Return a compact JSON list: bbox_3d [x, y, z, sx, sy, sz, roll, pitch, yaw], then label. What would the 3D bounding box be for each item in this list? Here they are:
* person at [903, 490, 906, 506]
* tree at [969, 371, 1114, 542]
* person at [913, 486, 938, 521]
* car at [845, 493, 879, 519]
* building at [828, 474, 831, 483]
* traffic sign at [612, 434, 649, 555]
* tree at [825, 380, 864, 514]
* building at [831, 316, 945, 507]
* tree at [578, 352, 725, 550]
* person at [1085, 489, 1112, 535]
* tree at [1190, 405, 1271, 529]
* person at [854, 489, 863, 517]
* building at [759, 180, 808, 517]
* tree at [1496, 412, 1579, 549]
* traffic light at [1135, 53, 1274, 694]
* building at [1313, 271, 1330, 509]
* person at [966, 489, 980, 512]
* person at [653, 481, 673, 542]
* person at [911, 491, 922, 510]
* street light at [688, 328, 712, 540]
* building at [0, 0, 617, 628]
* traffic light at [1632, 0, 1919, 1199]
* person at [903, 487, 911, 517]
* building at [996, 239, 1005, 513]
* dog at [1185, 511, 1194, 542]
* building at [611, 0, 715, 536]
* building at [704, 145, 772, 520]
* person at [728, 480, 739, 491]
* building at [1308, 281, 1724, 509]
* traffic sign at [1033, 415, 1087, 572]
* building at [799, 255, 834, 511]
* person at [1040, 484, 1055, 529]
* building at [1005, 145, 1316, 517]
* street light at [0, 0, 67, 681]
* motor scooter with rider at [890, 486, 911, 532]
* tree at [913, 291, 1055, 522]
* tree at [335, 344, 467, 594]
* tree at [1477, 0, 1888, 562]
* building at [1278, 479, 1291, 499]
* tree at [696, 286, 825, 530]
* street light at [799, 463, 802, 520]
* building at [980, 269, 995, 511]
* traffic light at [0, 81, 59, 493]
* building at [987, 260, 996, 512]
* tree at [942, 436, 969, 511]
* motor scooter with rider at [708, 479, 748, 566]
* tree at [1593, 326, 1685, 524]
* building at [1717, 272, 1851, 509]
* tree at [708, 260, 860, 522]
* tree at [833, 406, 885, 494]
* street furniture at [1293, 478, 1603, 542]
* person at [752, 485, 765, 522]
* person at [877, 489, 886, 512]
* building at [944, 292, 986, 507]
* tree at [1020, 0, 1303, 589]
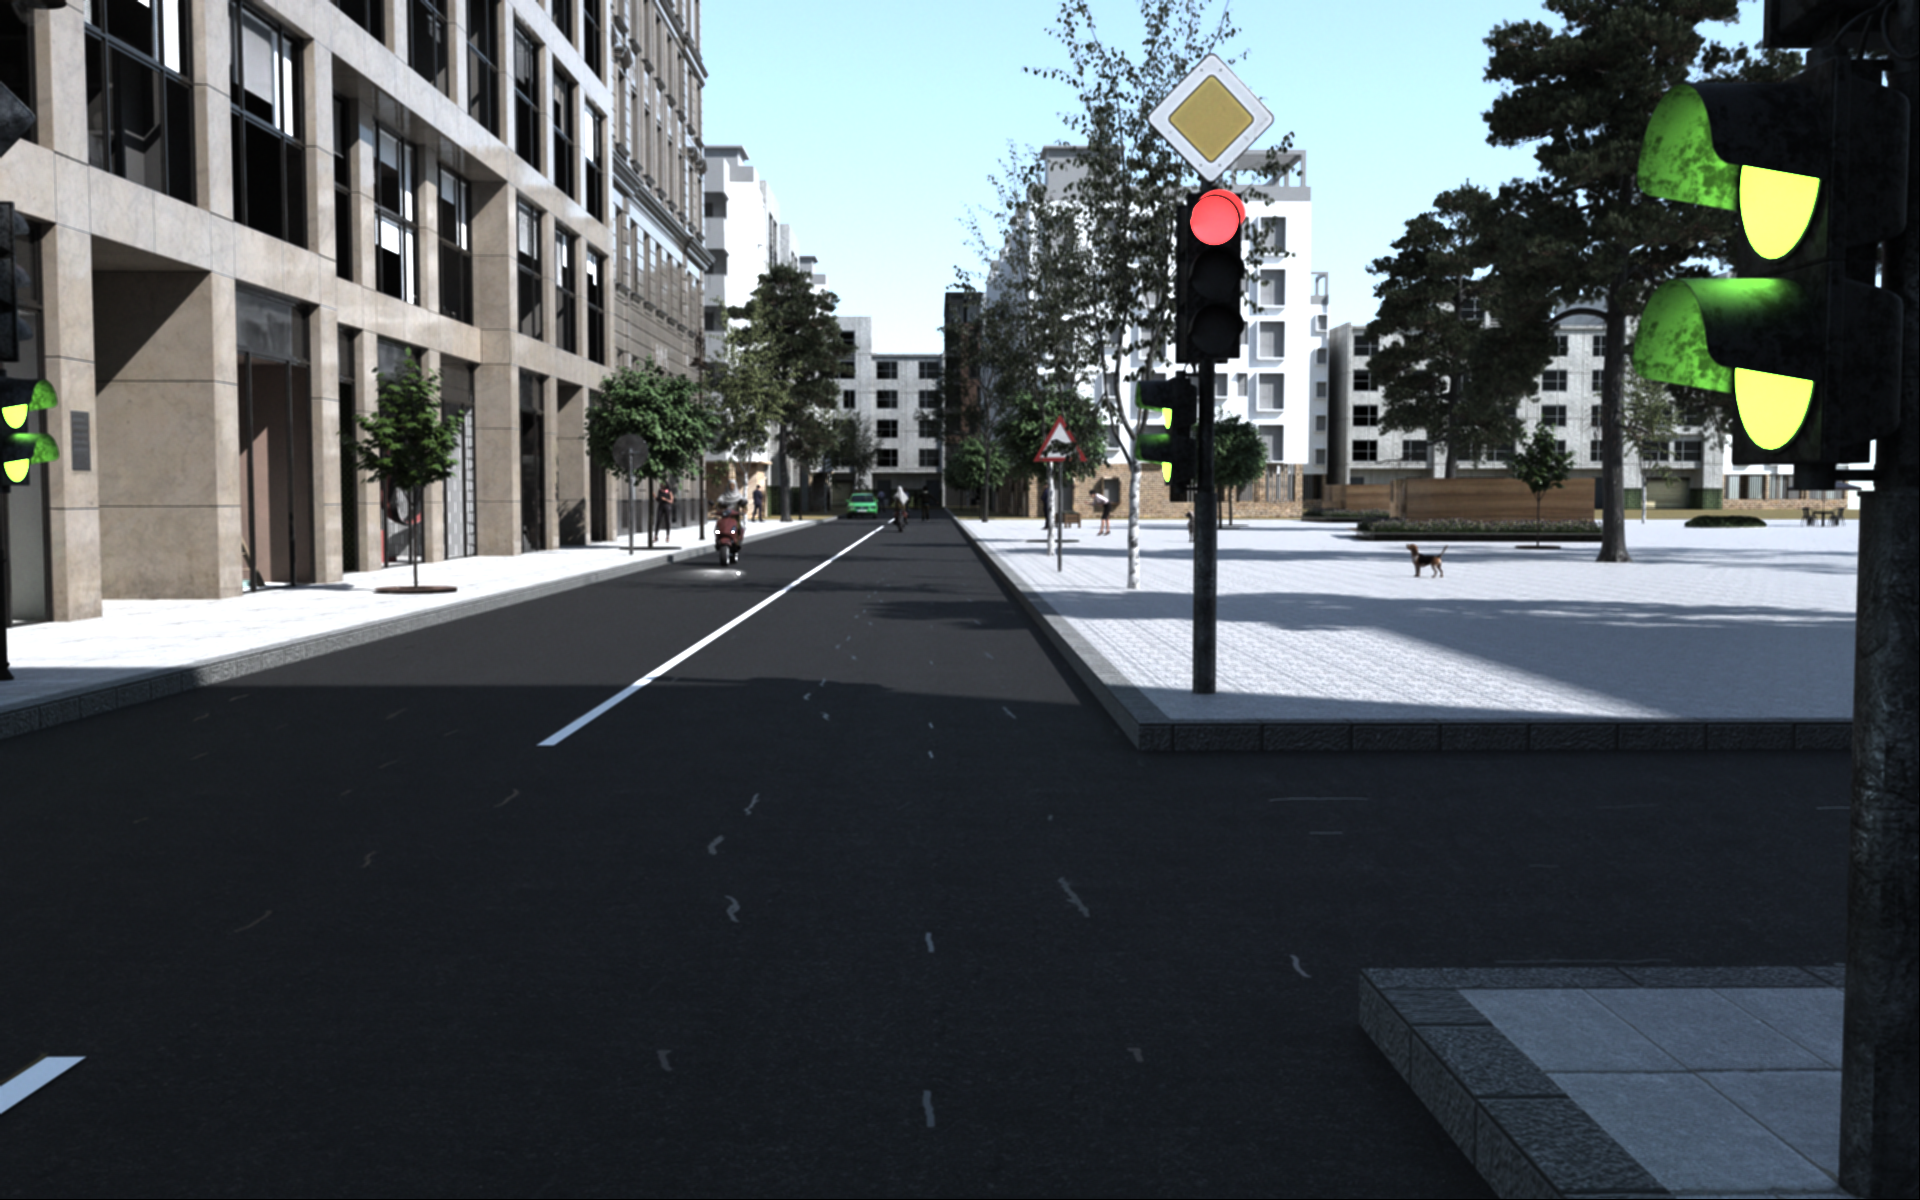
[{"bbox_3d":[-5.086,-8.979,155.834,0.617,1.759,0.750,1,4,20],"label":"person"},{"bbox_3d":[2.492,-3.852,46.690,4.285,4.588,4.351,0,3,0],"label":"tree"},{"bbox_3d":[-1.820,-5.079,91.172,1.348,1.869,0.705,0,4,2],"label":"person"},{"bbox_3d":[-5.668,-5.626,100.776,1.959,1.807,4.718,0,4,-2],"label":"car"},{"bbox_3d":[-25.747,-13.065,155.756,28.070,9.664,9.099,0,4,-1],"label":"building"},{"bbox_3d":[-6.945,-2.227,36.511,0.768,2.556,0.104,0,4,1],"label":"traffic sign"},{"bbox_3d":[-8.329,-9.771,110.114,4.737,8.622,4.395,0,3,0],"label":"tree"},{"bbox_3d":[-17.332,-19.192,180.240,31.486,18.905,16.747,0,4,-1],"label":"building"},{"bbox_3d":[-7.198,-3.458,40.257,4.285,4.588,4.351,0,3,0],"label":"tree"},{"bbox_3d":[4.336,-2.731,53.881,0.628,1.438,0.799,3,4,38],"label":"person"},{"bbox_3d":[9.623,-4.905,63.912,4.285,4.588,4.351,0,3,0],"label":"tree"},{"bbox_3d":[-6.317,-6.033,107.688,0.990,1.755,0.434,-1,4,-9],"label":"person"},{"bbox_3d":[-19.496,-15.098,113.314,16.747,18.905,31.486,0,4,-1],"label":"building"},{"bbox_3d":[13.733,-2.819,40.700,1.663,3.219,1.824,0,3,0],"label":"tree"},{"bbox_3d":[1.557,-1.335,11.066,0.839,4.213,0.868,0,4,-1],"label":"traffic light"},{"bbox_3d":[25.442,-18.174,153.572,11.380,20.091,16.016,0,4,-1],"label":"building"},{"bbox_3d":[1.002,-7.362,127.193,1.217,1.735,0.721,1,4,14],"label":"person"},{"bbox_3d":[-7.936,-2.358,46.073,0.593,1.643,0.415,-2,4,-27],"label":"person"},{"bbox_3d":[-3.912,-8.725,151.872,1.217,1.735,0.721,0,4,-4],"label":"person"},{"bbox_3d":[-7.244,-4.628,48.454,0.468,5.910,1.993,0,4,-1],"label":"street light"},{"bbox_3d":[-18.754,-13.773,29.701,19.350,26.468,34.151,0,4,-1],"label":"building"},{"bbox_3d":[1.684,-0.846,3.082,0.839,4.213,0.868,0,4,-1],"label":"traffic light"},{"bbox_3d":[-3.341,-5.966,105.911,0.709,1.838,0.599,-1,4,-14],"label":"person"},{"bbox_3d":[10.684,-15.603,111.526,16.016,20.091,11.380,0,4,-1],"label":"building"},{"bbox_3d":[6.256,-1.946,46.190,0.513,0.831,0.800,1,4,9],"label":"dog"},{"bbox_3d":[-16.141,-16.093,60.392,12.463,27.353,25.104,0,4,-1],"label":"building"},{"bbox_3d":[-18.283,-14.403,91.901,16.016,20.091,11.380,0,4,-1],"label":"building"},{"bbox_3d":[-7.487,-3.068,56.880,0.621,1.740,0.551,-2,4,-35],"label":"person"},{"bbox_3d":[47.693,-17.463,151.978,31.486,18.905,16.747,0,4,-1],"label":"building"},{"bbox_3d":[1.648,-1.747,28.561,0.884,2.594,0.081,0,4,4],"label":"traffic sign"},{"bbox_3d":[-17.946,-17.043,135.079,16.016,20.091,11.380,0,4,-1],"label":"building"},{"bbox_3d":[3.128,-3.441,63.014,0.504,1.737,0.576,2,4,24],"label":"person"},{"bbox_3d":[11.005,-14.889,99.859,16.016,20.091,11.380,0,4,-1],"label":"building"},{"bbox_3d":[-6.634,-2.385,11.779,0.468,5.910,1.993,0,4,-1],"label":"street light"},{"bbox_3d":[-2.232,-3.485,65.948,0.876,1.779,1.986,0,4,-2],"label":"motor scooter with rider"},{"bbox_3d":[1.476,-8.845,79.035,7.601,10.594,8.767,-1,4,-14],"label":"tree"},{"bbox_3d":[-7.261,-1.711,22.578,1.663,3.219,1.824,0,3,0],"label":"tree"},{"bbox_3d":[12.337,-6.757,32.538,6.751,12.117,7.091,0,3,0],"label":"tree"},{"bbox_3d":[45.153,-14.375,177.174,28.070,9.664,9.099,0,4,-1],"label":"building"},{"bbox_3d":[-7.692,-6.829,62.022,4.737,8.622,4.395,0,3,0],"label":"tree"},{"bbox_3d":[-7.830,-6.850,84.789,0.468,5.910,1.993,0,4,-1],"label":"street light"},{"bbox_3d":[10.522,-17.040,145.066,16.747,18.905,31.486,0,4,-1],"label":"building"},{"bbox_3d":[-6.203,-1.326,10.928,0.839,4.213,0.868,0,4,-1],"label":"traffic light"},{"bbox_3d":[9.995,-16.332,123.445,16.016,20.091,11.380,0,4,-1],"label":"building"},{"bbox_3d":[1.067,-6.356,87.630,4.285,4.588,4.351,0,3,0],"label":"tree"},{"bbox_3d":[-4.707,-1.600,35.117,0.876,1.779,1.986,0,4,-1],"label":"motor scooter with rider"},{"bbox_3d":[29.605,-7.614,74.859,4.737,8.622,4.395,0,3,0],"label":"tree"},{"bbox_3d":[69.720,-18.191,153.834,11.380,20.091,16.016,0,4,-1],"label":"building"},{"bbox_3d":[-8.155,-9.649,79.817,6.751,12.117,7.091,0,3,0],"label":"tree"},{"bbox_3d":[-8.662,-11.903,144.971,4.360,8.622,3.978,0,3,0],"label":"tree"},{"bbox_3d":[13.750,-2.621,49.716,9.812,1.723,11.010,1,4,8],"label":"street furniture"},{"bbox_3d":[-9.238,-4.420,79.231,0.530,1.710,0.541,-3,5,-40],"label":"person"},{"bbox_3d":[-6.301,-7.963,138.557,0.709,1.838,0.599,-1,4,-8],"label":"person"},{"bbox_3d":[14.644,-20.921,186.029,32.646,21.610,27.936,0,4,-1],"label":"building"},{"bbox_3d":[2.464,-4.474,23.512,4.360,8.622,3.978,0,3,0],"label":"tree"}]
